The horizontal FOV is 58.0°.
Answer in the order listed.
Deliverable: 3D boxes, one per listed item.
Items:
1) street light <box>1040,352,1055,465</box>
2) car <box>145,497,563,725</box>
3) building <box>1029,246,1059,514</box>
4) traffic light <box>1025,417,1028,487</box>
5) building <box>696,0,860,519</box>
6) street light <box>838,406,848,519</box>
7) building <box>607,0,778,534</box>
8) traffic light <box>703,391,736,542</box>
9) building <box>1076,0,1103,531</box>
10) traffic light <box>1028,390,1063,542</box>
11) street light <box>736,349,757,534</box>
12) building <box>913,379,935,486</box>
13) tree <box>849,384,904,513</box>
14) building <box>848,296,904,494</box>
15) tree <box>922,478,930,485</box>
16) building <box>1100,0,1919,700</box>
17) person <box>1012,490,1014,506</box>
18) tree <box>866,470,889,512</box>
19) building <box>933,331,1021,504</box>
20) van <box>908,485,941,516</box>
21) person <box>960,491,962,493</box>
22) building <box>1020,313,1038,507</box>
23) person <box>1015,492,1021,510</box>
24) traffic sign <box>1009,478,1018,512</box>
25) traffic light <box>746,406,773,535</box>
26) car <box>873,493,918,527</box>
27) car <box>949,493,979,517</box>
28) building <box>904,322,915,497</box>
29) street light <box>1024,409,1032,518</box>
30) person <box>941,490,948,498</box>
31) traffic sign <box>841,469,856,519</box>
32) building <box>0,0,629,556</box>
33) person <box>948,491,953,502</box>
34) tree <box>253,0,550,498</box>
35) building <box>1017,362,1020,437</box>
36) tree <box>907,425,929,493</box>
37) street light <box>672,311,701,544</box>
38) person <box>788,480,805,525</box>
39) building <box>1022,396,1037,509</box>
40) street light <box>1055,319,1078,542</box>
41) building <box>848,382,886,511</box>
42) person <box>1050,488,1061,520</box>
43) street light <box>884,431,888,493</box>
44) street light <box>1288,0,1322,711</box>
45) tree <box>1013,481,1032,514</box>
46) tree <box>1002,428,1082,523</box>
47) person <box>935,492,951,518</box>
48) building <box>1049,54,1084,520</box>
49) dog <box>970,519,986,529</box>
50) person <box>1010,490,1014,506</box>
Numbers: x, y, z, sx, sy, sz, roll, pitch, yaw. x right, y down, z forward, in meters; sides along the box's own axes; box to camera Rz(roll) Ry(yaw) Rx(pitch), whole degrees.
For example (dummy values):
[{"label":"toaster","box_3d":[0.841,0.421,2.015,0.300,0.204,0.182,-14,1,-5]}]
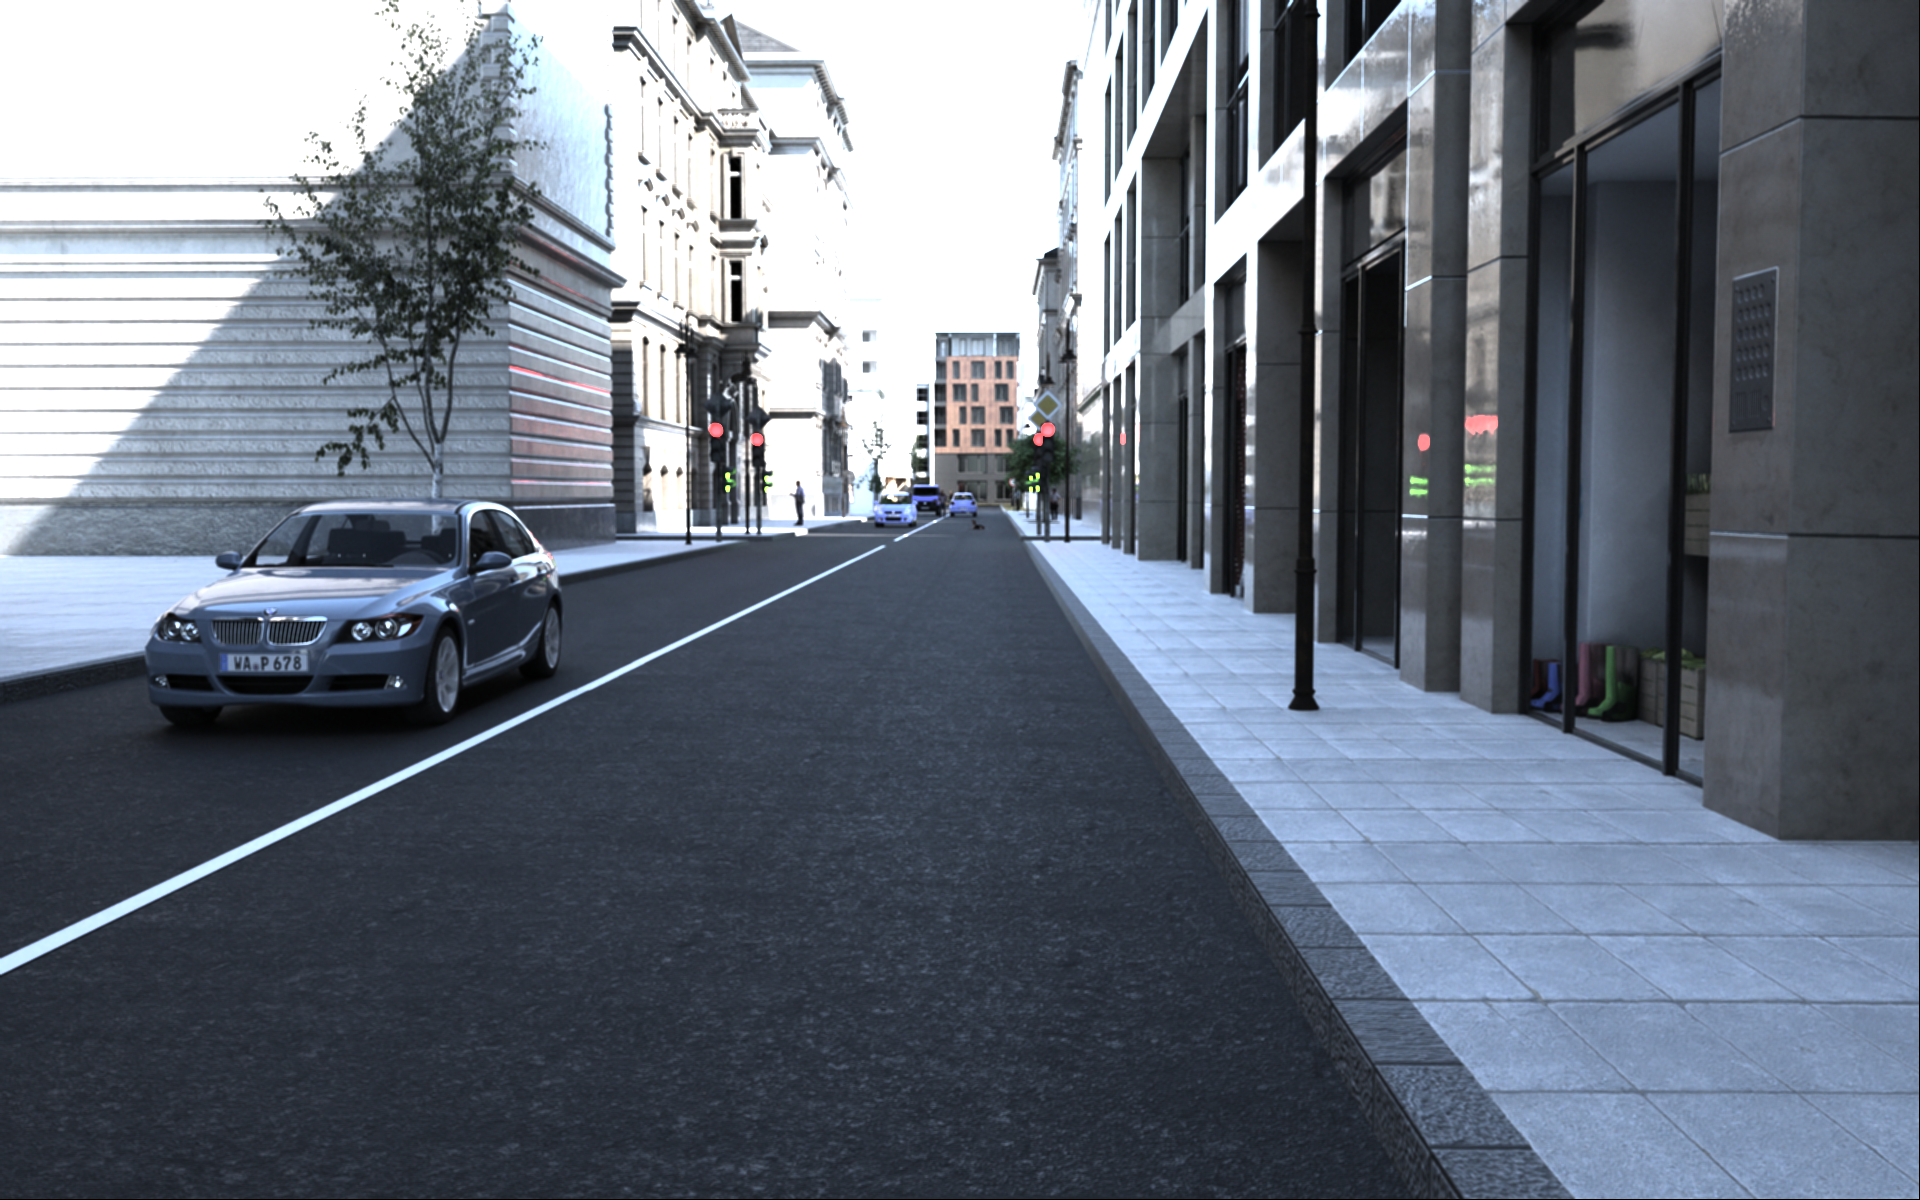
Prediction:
[{"label":"street light","box_3d":[2.866,-5.112,56.369,0.468,5.910,1.993,0,4,1]},{"label":"car","box_3d":[-4.050,-0.018,12.291,2.014,1.417,4.499,0,4,0]},{"label":"building","box_3d":[10.209,-15.607,119.802,10.561,19.102,19.286,0,4,1]},{"label":"traffic light","box_3d":[2.461,-3.971,54.175,0.839,4.213,0.868,0,4,1]},{"label":"building","box_3d":[-13.552,-19.182,101.014,14.401,28.519,23.554,0,4,1]},{"label":"street light","box_3d":[-6.098,-7.211,90.690,0.468,5.910,1.993,0,4,1]},{"label":"building","box_3d":[-15.241,-15.464,71.929,14.460,24.649,34.723,0,4,1]},{"label":"traffic light","box_3d":[-6.449,-3.492,46.340,0.839,4.213,0.868,0,4,1]},{"label":"building","box_3d":[26.327,-17.513,62.758,44.131,29.872,17.030,0,4,1]},{"label":"traffic light","box_3d":[2.311,-3.483,46.191,0.839,4.213,0.868,0,4,1]},{"label":"street light","box_3d":[-6.783,-5.036,55.130,0.468,5.910,1.993,0,4,1]},{"label":"building","box_3d":[-18.961,-21.818,223.176,31.486,18.905,16.747,0,4,1]},{"label":"tree","box_3d":[-5.801,-10.160,116.482,4.360,8.622,3.978,0,3,0]},{"label":"building","box_3d":[-13.827,-18.785,163.552,16.016,20.091,11.380,0,4,1]},{"label":"tree","box_3d":[-3.814,-12.815,204.128,1.663,3.219,1.824,0,3,0]},{"label":"building","box_3d":[12.933,-13.621,27.213,19.350,26.468,34.151,0,4,1]},{"label":"person","box_3d":[5.844,-11.154,189.123,0.721,1.736,1.217,0,3,0]},{"label":"tree","box_3d":[-5.903,-7.964,124.805,1.663,3.219,1.824,0,3,0]},{"label":"building","box_3d":[13.199,-23.475,227.793,32.646,21.610,27.936,0,4,1]},{"label":"van","box_3d":[-2.246,-6.800,115.571,2.240,2.365,5.245,0,4,1]},{"label":"person","box_3d":[0.218,-11.719,200.833,0.721,1.735,1.217,-3,4,-36]},{"label":"building","box_3d":[14.776,-19.002,177.138,16.747,18.905,31.486,0,4,1]},{"label":"person","box_3d":[4.663,-8.214,140.335,0.705,1.826,1.348,2,4,28]},{"label":"traffic sign","box_3d":[3.921,-7.675,125.587,0.768,2.556,0.104,0,4,2]},{"label":"traffic light","box_3d":[-6.299,-3.980,54.323,0.839,4.213,0.868,0,4,1]},{"label":"car","box_3d":[-2.813,-4.073,76.185,1.945,1.707,3.694,0,4,2]},{"label":"car","box_3d":[0.227,-6.173,110.515,1.945,1.707,3.694,0,4,1]},{"label":"building","box_3d":[-13.023,-19.479,174.898,16.016,20.091,11.380,0,4,1]},{"label":"street light","box_3d":[3.614,-7.309,92.291,0.468,5.910,1.993,0,4,1]},{"label":"person","box_3d":[-1.694,-9.757,167.995,1.348,1.831,0.705,-2,4,-28]},{"label":"traffic sign","box_3d":[-5.756,-5.466,89.468,0.768,2.556,0.104,0,4,3]},{"label":"building","box_3d":[-18.299,-12.904,39.855,19.941,23.489,11.050,0,4,1]},{"label":"person","box_3d":[-0.933,-9.451,163.549,0.721,1.766,1.217,1,4,14]},{"label":"tree","box_3d":[-7.726,-4.568,25.055,4.360,8.622,3.978,0,3,0]},{"label":"building","box_3d":[14.610,-20.932,198.664,16.016,20.091,11.380,0,4,1]},{"label":"tree","box_3d":[-5.125,-14.275,183.762,4.737,8.622,4.395,0,3,0]},{"label":"street light","box_3d":[-6.923,-4.355,43.996,0.468,5.910,1.993,0,4,1]},{"label":"person","box_3d":[-6.662,-3.953,70.548,0.599,1.838,0.709,-2,4,-33]},{"label":"building","box_3d":[10.055,-12.572,147.705,9.099,9.664,28.070,0,4,1]},{"label":"street light","box_3d":[2.846,-4.467,45.816,0.468,5.910,1.993,0,4,1]},{"label":"building","box_3d":[-10.691,-12.353,144.121,9.099,9.664,28.070,0,4,1]},{"label":"person","box_3d":[4.620,-4.649,84.272,0.614,1.554,0.590,1,4,9]},{"label":"street light","box_3d":[-5.388,-9.426,126.898,0.468,5.910,1.993,0,4,1]},{"label":"street light","box_3d":[2.052,-2.286,10.163,0.468,5.910,1.993,0,4,1]},{"label":"tree","box_3d":[4.010,-7.029,109.527,1.663,3.219,1.824,0,3,0]},{"label":"tree","box_3d":[3.599,-6.025,82.229,4.285,4.588,4.351,0,3,0]},{"label":"person","box_3d":[-1.071,-5.773,104.853,0.963,1.587,0.435,-1,4,-14]},{"label":"building","box_3d":[11.603,-18.343,97.177,12.463,27.353,25.104,0,4,1]},{"label":"dog","box_3d":[0.732,-3.064,70.287,0.748,0.427,0.550,3,4,38]},{"label":"person","box_3d":[5.638,-10.791,183.188,0.721,1.735,1.217,3,5,41]}]
